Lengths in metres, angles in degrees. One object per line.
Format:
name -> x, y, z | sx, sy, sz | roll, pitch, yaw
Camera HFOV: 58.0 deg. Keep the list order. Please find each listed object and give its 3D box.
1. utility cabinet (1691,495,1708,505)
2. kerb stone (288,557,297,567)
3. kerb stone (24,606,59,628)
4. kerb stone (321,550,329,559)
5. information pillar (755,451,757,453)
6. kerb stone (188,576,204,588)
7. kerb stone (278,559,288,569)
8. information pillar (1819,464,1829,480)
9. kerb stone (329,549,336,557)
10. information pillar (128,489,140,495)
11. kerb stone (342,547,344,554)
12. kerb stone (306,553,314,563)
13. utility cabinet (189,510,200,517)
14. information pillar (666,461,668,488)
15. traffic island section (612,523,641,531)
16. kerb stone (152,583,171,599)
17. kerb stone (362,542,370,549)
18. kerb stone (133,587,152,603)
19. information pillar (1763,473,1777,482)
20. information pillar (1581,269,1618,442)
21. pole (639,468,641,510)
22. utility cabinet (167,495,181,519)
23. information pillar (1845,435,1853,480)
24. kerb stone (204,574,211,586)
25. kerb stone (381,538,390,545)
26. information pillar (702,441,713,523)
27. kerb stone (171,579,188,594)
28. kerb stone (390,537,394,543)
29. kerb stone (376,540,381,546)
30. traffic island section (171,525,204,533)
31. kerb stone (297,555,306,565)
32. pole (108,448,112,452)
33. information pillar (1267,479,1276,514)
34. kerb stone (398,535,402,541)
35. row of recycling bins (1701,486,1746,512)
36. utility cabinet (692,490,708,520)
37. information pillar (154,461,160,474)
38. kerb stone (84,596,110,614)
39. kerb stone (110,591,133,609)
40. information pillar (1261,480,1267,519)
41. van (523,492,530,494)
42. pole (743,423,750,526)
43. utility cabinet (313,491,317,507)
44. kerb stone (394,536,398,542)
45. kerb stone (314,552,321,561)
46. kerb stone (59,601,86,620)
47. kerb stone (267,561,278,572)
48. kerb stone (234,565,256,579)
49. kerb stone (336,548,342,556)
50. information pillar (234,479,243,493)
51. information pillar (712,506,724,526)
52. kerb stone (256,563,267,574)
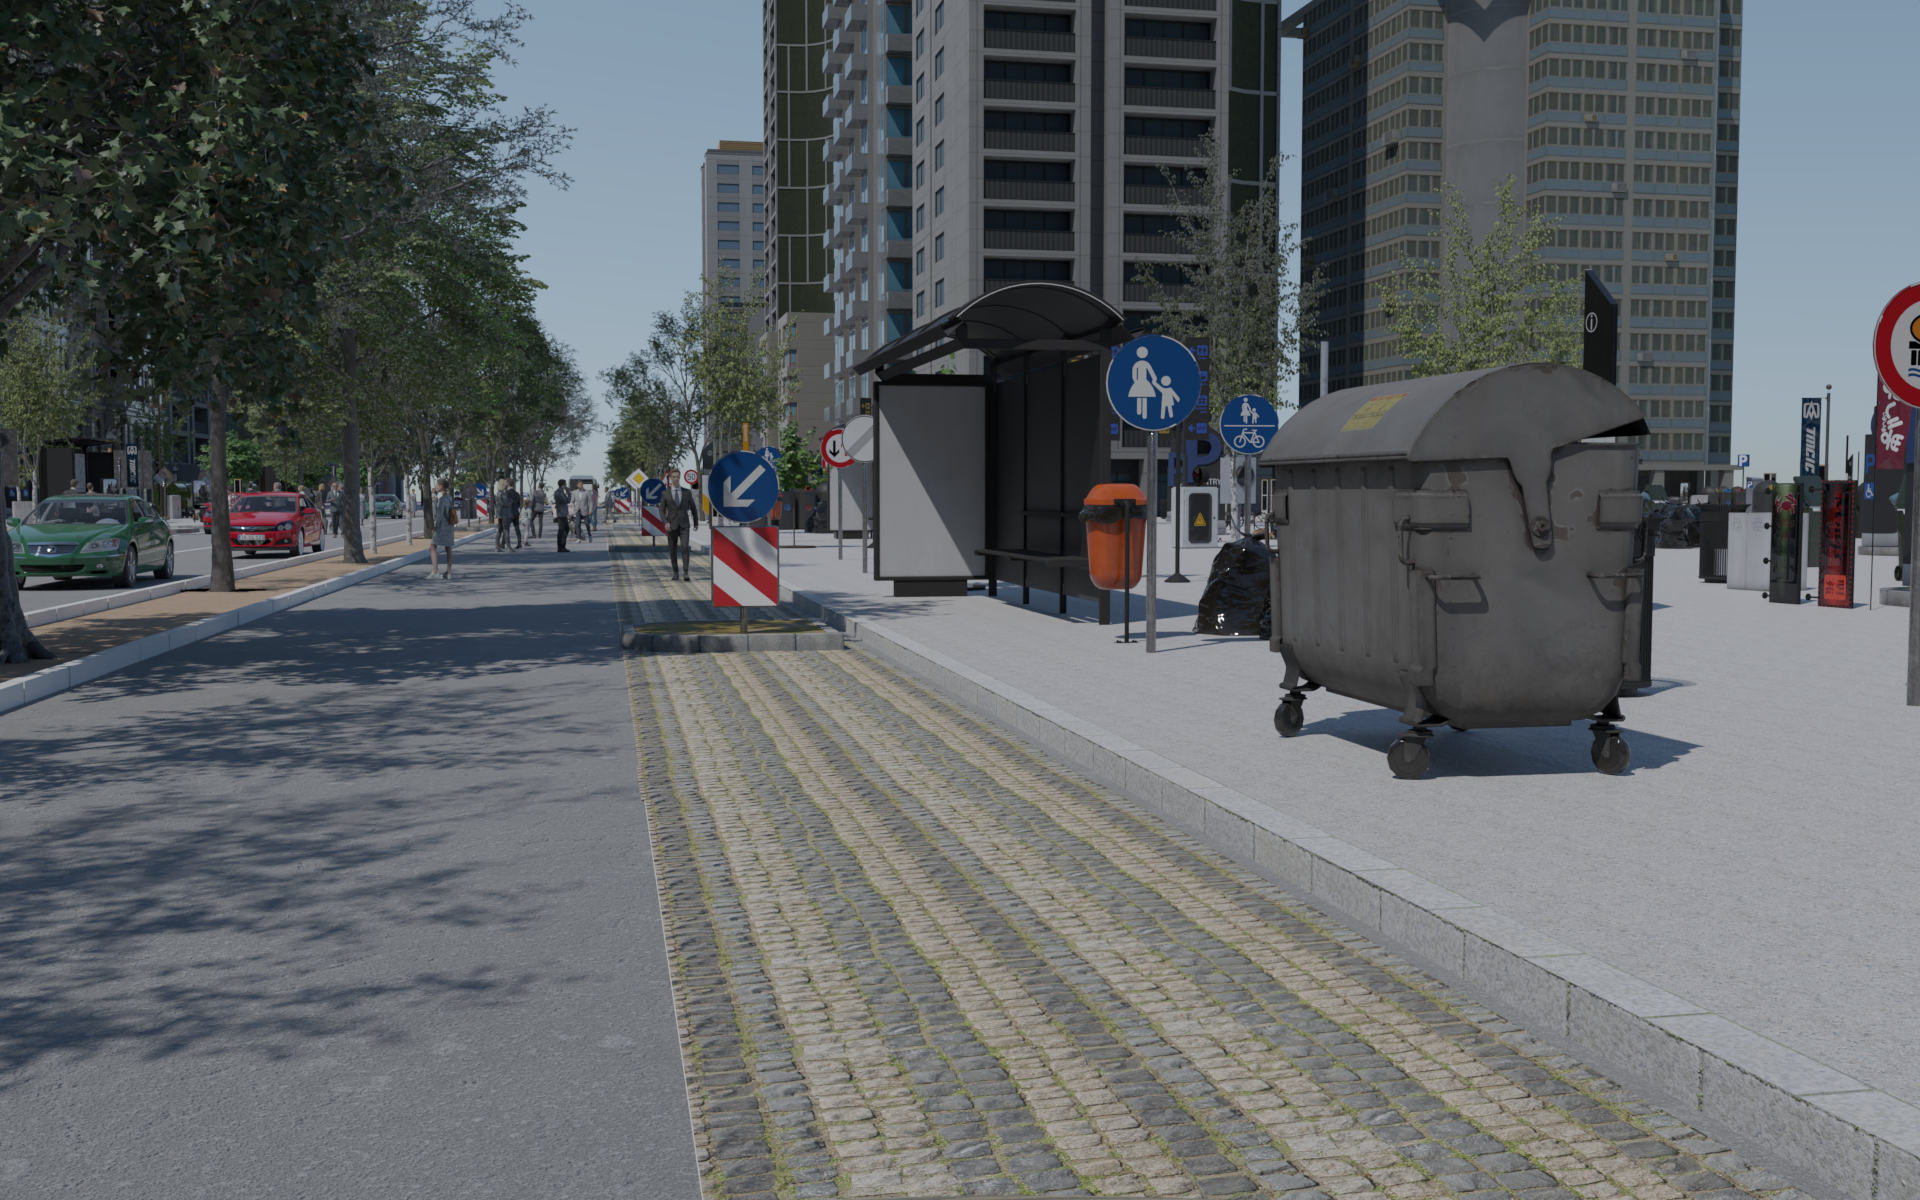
utility cabinet -> 38.017, -4.765, 89.074 | 0.306, 1.237, 1.020 | -1, 4, -10
kerb stone -> -13.204, -0.716, 33.982 | 0.120, 0.150, 1.000 | -1, 4, -12
kerb stone -> -10.085, 0.201, 18.915 | 0.120, 0.150, 1.000 | -1, 4, -12
kerb stone -> -14.048, -0.963, 37.988 | 0.120, 0.150, 1.000 | -1, 4, -12
information pillar -> -10.991, -6.179, 92.383 | 0.183, 3.616, 0.504 | 3, 4, 38
kerb stone -> -11.538, -0.229, 25.933 | 0.120, 0.150, 1.000 | -1, 4, -12
kerb stone -> -13.001, -0.659, 32.972 | 0.120, 0.150, 1.000 | -1, 4, -12
information pillar -> 21.309, -2.353, 42.965 | 0.304, 2.012, 0.304 | 0, 4, 5
kerb stone -> -14.252, -1.027, 38.991 | 0.120, 0.150, 1.000 | -1, 4, -12
information pillar -> -54.686, -7.526, 114.398 | 0.183, 3.616, 0.504 | 3, 5, 43
kerb stone -> -14.679, -1.145, 40.990 | 0.120, 0.150, 1.000 | -1, 4, -12
kerb stone -> -13.628, -0.843, 35.986 | 0.120, 0.150, 1.000 | -1, 4, -12
utility cabinet -> -41.921, -5.320, 95.663 | 1.173, 1.500, 0.318 | 0, 4, -3
information pillar -> -18.899, -7.371, 111.878 | 0.183, 3.616, 0.504 | 0, 4, 4
traffic island section -> -14.127, -3.253, 75.462 | 2.009, 0.180, 2.903 | -1, 4, -12
kerb stone -> -11.117, -0.106, 23.928 | 0.120, 0.150, 1.000 | -1, 4, -12
kerb stone -> -15.718, -1.457, 46.014 | 0.120, 0.150, 1.000 | -1, 4, -12
kerb stone -> -10.917, -0.045, 22.925 | 0.120, 0.150, 1.000 | -1, 4, -12
information pillar -> 27.929, -3.381, 59.771 | 0.304, 2.012, 0.304 | -2, 4, -27
information pillar -> 6.601, -1.626, 17.945 | 0.183, 3.616, 0.504 | -1, 4, -13
pole -> -25.338, -8.741, 136.753 | 0.158, 3.312, 0.155 | 0, 3, 0
utility cabinet -> -40.540, -4.783, 89.366 | 0.306, 1.237, 1.020 | 0, 4, -2
information pillar -> 35.342, -4.754, 69.077 | 0.183, 3.616, 0.504 | 2, 4, 26
kerb stone -> -11.758, -0.290, 26.939 | 0.120, 0.150, 1.000 | -1, 4, -12
kerb stone -> -16.337, -1.636, 49.037 | 0.120, 0.150, 1.000 | -1, 4, -12
information pillar -> -10.980, -5.151, 75.573 | 0.504, 3.616, 0.183 | -2, 4, -25
kerb stone -> -11.337, -0.167, 24.927 | 0.120, 0.150, 1.000 | -1, 4, -12
kerb stone -> -16.545, -1.703, 50.041 | 0.120, 0.150, 1.000 | -1, 4, -12
kerb stone -> -15.927, -1.516, 47.018 | 0.120, 0.150, 1.000 | -1, 4, -12
traffic island section -> -29.435, -2.560, 64.143 | 2.009, 0.180, 2.903 | -1, 4, -12
kerb stone -> -13.419, -0.782, 34.981 | 0.120, 0.150, 1.000 | -1, 4, -12
pole -> -37.846, -5.103, 77.272 | 0.158, 3.312, 0.155 | 0, 3, 0
information pillar -> 15.673, -5.021, 86.578 | 0.304, 2.012, 0.304 | 0, 4, 1
kerb stone -> -16.967, -1.825, 52.042 | 0.120, 0.150, 1.000 | -1, 4, -12
row of recycling bins -> 40.277, -5.107, 90.604 | 3.534, 1.692, 1.069 | -1, 4, -18
utility cabinet -> -12.672, -4.704, 85.586 | 1.173, 1.500, 0.318 | 1, 4, 23
information pillar -> -56.346, -7.972, 121.691 | 0.504, 3.616, 0.183 | -2, 4, -24
kerb stone -> -10.501, 0.078, 20.918 | 0.120, 0.150, 1.000 | -1, 4, -12
kerb stone -> -10.700, 0.020, 21.921 | 0.120, 0.150, 1.000 | -1, 4, -12
information pillar -> 15.539, -5.128, 88.333 | 0.304, 2.012, 0.304 | 1, 4, 12
van -> -71.790, -17.101, 286.617 | 2.013, 2.044, 4.112 | -1, 4, -12
pole -> -6.149, -3.426, 49.857 | 0.158, 3.312, 0.155 | 0, 3, 0
utility cabinet -> -51.573, -7.915, 138.088 | 1.173, 1.500, 0.318 | 1, 4, 18
kerb stone -> -16.753, -1.763, 51.042 | 0.120, 0.150, 1.000 | -1, 4, -12
kerb stone -> -13.847, -0.899, 36.986 | 0.120, 0.150, 1.000 | -1, 4, -12
kerb stone -> -10.293, 0.139, 19.917 | 0.120, 0.150, 1.000 | -1, 4, -12
kerb stone -> -12.792, -0.595, 31.960 | 0.120, 0.150, 1.000 | -1, 4, -12
kerb stone -> -12.371, -0.472, 29.946 | 0.120, 0.150, 1.000 | -1, 4, -12
kerb stone -> -14.463, -1.088, 39.991 | 0.120, 0.150, 1.000 | -1, 4, -12
information pillar -> -35.461, -4.933, 85.142 | 0.304, 2.012, 0.304 | 0, 4, -5
information pillar -> -8.758, -3.556, 62.628 | 0.304, 2.012, 0.304 | 3, 4, 36
kerb stone -> -12.584, -0.536, 30.956 | 0.120, 0.150, 1.000 | -1, 4, -12
